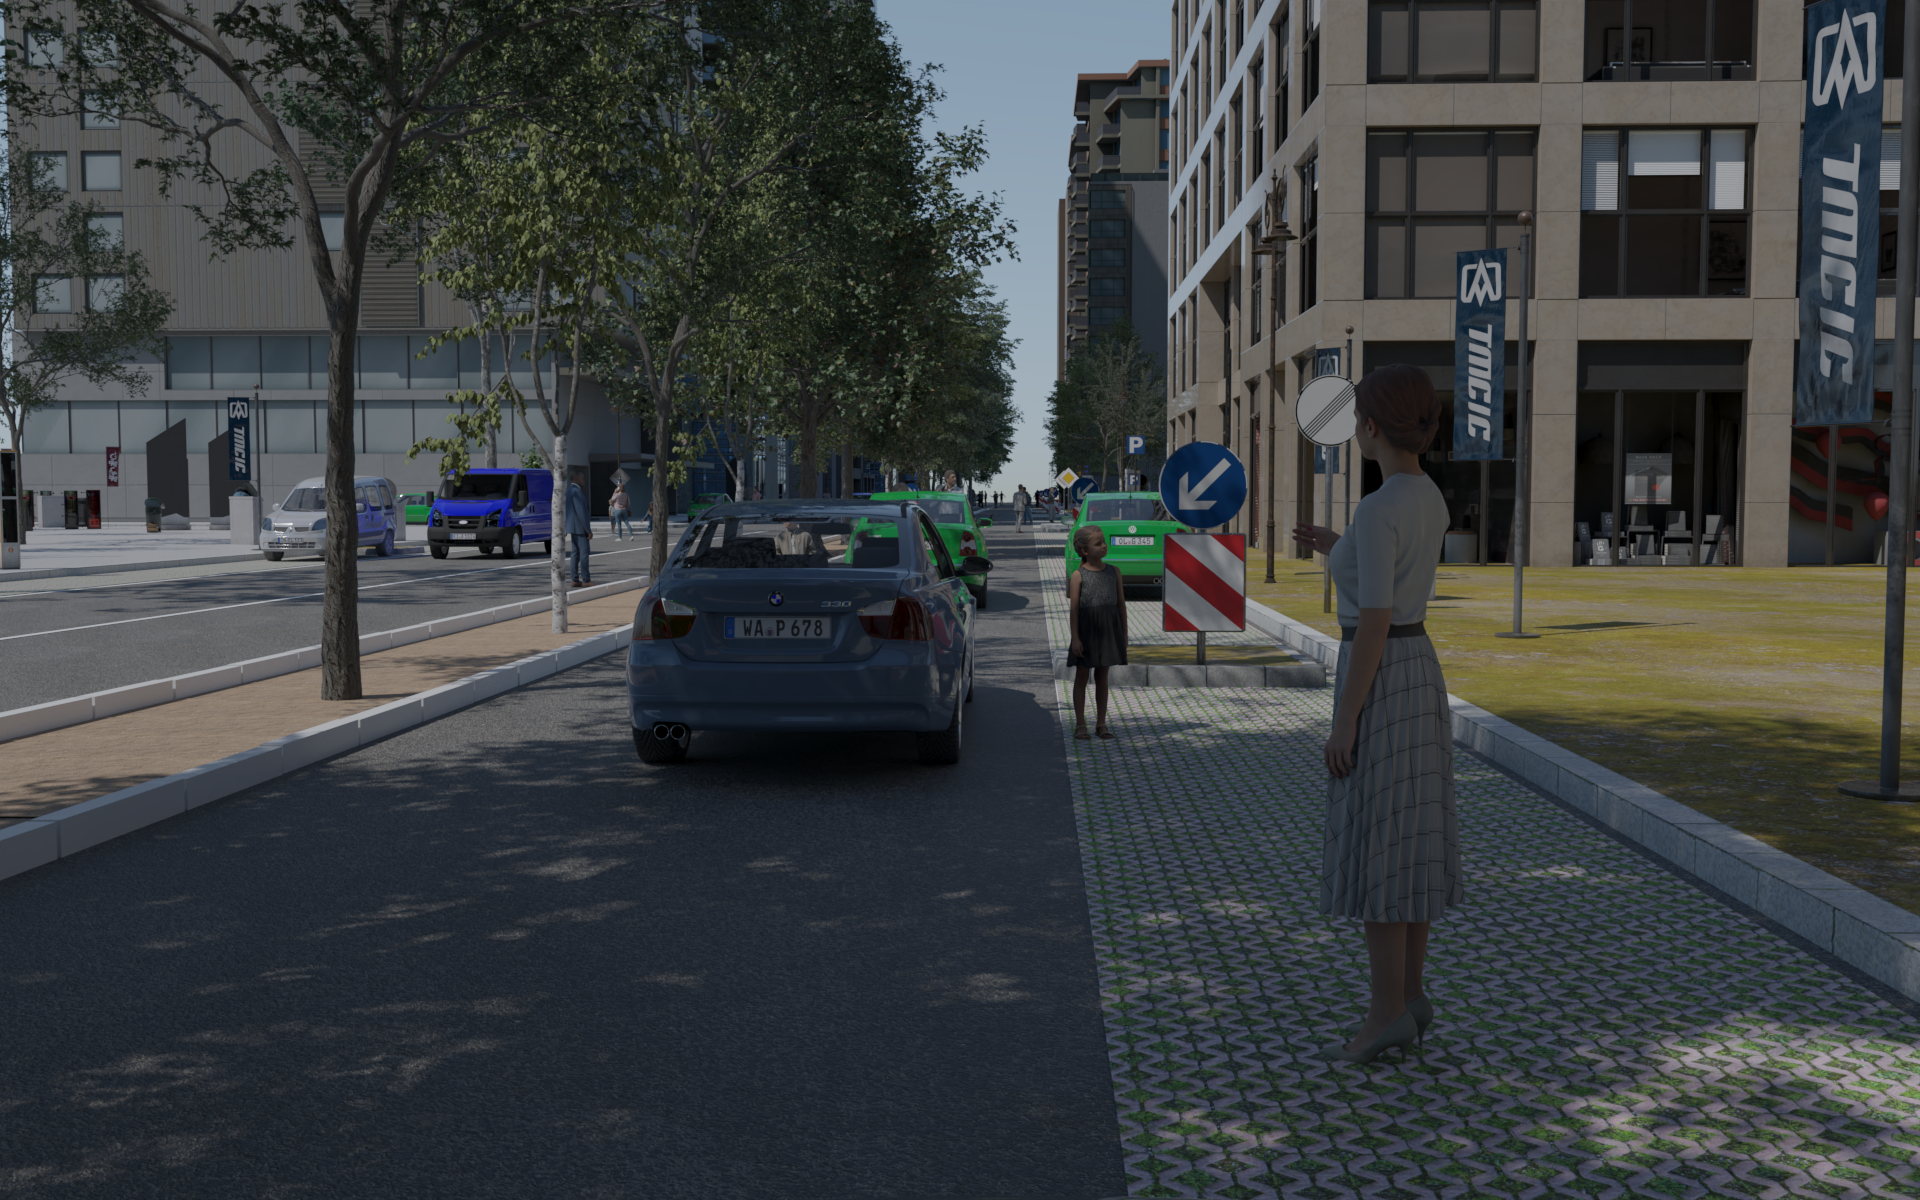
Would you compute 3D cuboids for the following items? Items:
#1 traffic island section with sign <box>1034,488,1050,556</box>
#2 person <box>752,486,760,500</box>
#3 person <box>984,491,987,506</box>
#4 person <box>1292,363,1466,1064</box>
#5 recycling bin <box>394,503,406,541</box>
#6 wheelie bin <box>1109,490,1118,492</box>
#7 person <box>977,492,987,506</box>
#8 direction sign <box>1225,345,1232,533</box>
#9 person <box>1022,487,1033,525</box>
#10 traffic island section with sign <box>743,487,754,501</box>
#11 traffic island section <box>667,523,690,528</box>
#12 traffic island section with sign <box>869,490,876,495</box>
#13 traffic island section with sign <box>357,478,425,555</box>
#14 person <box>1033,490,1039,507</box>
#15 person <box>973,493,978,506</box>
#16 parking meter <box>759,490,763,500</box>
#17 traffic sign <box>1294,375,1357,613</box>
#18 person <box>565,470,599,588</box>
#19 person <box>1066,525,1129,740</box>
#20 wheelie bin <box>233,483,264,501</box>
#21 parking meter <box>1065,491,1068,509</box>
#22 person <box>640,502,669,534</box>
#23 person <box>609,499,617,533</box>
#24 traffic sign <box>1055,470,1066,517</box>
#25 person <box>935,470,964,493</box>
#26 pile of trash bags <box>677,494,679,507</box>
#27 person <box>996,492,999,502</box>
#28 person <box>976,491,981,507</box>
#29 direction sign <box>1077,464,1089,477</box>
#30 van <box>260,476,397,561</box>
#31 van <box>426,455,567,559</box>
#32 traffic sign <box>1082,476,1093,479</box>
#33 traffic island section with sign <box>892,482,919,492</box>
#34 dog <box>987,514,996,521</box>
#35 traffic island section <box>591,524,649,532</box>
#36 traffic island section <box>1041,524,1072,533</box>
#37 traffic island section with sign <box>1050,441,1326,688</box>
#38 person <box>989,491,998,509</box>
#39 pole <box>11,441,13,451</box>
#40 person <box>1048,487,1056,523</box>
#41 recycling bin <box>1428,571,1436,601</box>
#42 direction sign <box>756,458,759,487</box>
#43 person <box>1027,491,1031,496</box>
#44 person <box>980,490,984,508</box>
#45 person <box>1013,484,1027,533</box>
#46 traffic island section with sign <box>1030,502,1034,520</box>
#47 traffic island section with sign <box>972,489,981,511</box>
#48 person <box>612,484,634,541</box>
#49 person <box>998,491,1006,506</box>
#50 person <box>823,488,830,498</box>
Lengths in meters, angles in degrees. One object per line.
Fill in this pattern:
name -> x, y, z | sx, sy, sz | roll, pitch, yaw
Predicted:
traffic island section with sign -> 2.819, -1.970, 40.844 | 1.989, 1.847, 2.006 | 0, 4, 2
person -> -9.835, -4.564, 83.134 | 0.555, 1.821, 0.388 | 2, 4, 29
person -> 2.913, -12.063, 205.600 | 0.599, 1.838, 0.709 | -1, 4, -23
person -> 1.024, 0.283, 4.443 | 0.524, 1.755, 0.480 | 2, 4, 34
recycling bin -> -15.615, -2.123, 47.271 | 0.722, 1.027, 0.722 | -3, 5, -43
wheelie bin -> 11.546, -7.515, 130.772 | 0.980, 1.594, 0.693 | 1, 4, 21
person -> 2.312, -10.916, 187.695 | 1.217, 1.735, 0.721 | 1, 4, 20
direction sign -> 4.144, -2.129, 26.803 | 0.379, 3.537, 0.876 | 1, 4, 13
person -> 3.097, -4.445, 81.517 | 0.721, 1.781, 0.623 | -2, 4, -29
traffic island section with sign -> -11.806, -5.370, 96.420 | 1.989, 1.847, 2.006 | 0, 4, 2
traffic island section -> -12.690, -3.174, 74.177 | 2.009, 0.180, 2.903 | 0, 4, 2
traffic island section with sign -> -8.743, -10.096, 173.691 | 1.989, 1.847, 2.006 | 0, 4, 2
traffic island section with sign -> -13.987, -2.012, 41.517 | 1.989, 1.847, 2.006 | 0, 4, 2
person -> 7.877, -10.251, 175.728 | 1.348, 1.869, 0.705 | -3, 4, -38
person -> 1.681, -12.019, 205.085 | 0.705, 1.814, 1.350 | -3, 5, -42
parking meter -> -12.867, -6.291, 111.275 | 0.372, 1.533, 0.369 | 0, 3, 0
traffic sign -> 3.959, -1.130, 18.582 | 0.768, 2.556, 0.104 | 0, 4, 3
person -> -5.840, -1.092, 26.541 | 0.419, 1.800, 0.721 | -3, 5, -39
person -> 0.810, 0.187, 10.117 | 0.362, 1.253, 0.373 | -1, 4, -14
wheelie bin -> -20.437, -2.558, 49.725 | 0.693, 1.594, 0.980 | 0, 4, -6
parking meter -> 9.123, -8.521, 147.730 | 0.372, 1.533, 0.369 | 0, 3, 0
person -> -10.942, -2.950, 62.236 | 1.012, 1.151, 0.738 | 0, 4, -2
person -> -12.628, -3.059, 63.197 | 0.332, 1.250, 0.352 | 1, 4, 21
traffic sign -> 4.414, -4.268, 73.419 | 0.795, 2.450, 0.064 | 0, 4, 2
person -> -0.224, -1.244, 28.935 | 0.679, 1.850, 0.850 | 0, 4, 4
pile of trash bags -> -18.647, -5.842, 105.271 | 3.447, 1.369, 1.912 | 1, 4, 18
person -> 6.365, -17.730, 298.403 | 1.348, 1.821, 0.705 | -1, 4, -15
person -> 2.252, -11.586, 198.073 | 0.705, 1.807, 1.348 | 3, 5, 40
direction sign -> 9.161, -8.398, 129.298 | 0.876, 3.537, 0.379 | 0, 4, -2
van -> -13.885, -1.905, 38.157 | 2.013, 2.044, 4.112 | 0, 4, 3
van -> -10.649, -2.176, 39.963 | 2.240, 2.365, 5.245 | 0, 4, 2
traffic sign -> 6.964, -5.661, 94.683 | 0.606, 2.300, 0.079 | 0, 4, 8
traffic island section with sign -> -2.017, -3.992, 73.411 | 2.006, 1.907, 1.989 | 0, 4, 2
dog -> 1.695, -4.428, 92.587 | 0.550, 0.427, 0.748 | 1, 4, 8
traffic island section -> -13.006, -2.686, 66.198 | 2.009, 0.180, 2.903 | 0, 4, 2
traffic island section -> 4.122, -2.644, 65.517 | 2.009, 0.180, 2.903 | 0, 4, 2
traffic island section with sign -> 1.741, -0.311, 13.713 | 1.989, 1.847, 2.006 | 0, 4, 2
person -> 3.358, -9.922, 171.260 | 0.750, 1.759, 0.617 | -2, 4, -30
pole -> -32.806, -4.058, 60.191 | 0.158, 3.312, 0.155 | 0, 3, 0
person -> 4.572, -4.694, 85.797 | 0.362, 1.759, 0.519 | 2, 4, 27
recycling bin -> 5.269, -0.515, 20.978 | 0.722, 1.027, 0.722 | -1, 4, -22
direction sign -> -12.827, -7.214, 109.951 | 0.379, 3.537, 0.876 | 0, 4, 2
person -> 8.136, -12.031, 205.651 | 0.683, 1.767, 0.568 | -1, 4, -15
person -> 2.284, -10.538, 180.799 | 0.705, 1.823, 1.348 | -1, 4, -8
person -> 2.248, -3.353, 63.515 | 0.606, 1.804, 0.583 | 2, 4, 32
traffic island section with sign -> 4.996, -5.320, 95.617 | 1.989, 1.847, 2.006 | 0, 4, 2
traffic island section with sign -> 0.948, -8.584, 148.491 | 2.006, 1.907, 1.989 | 0, 4, 2
person -> -10.215, -2.665, 52.668 | 0.593, 1.750, 0.643 | -3, 5, -42
person -> 5.124, -12.595, 214.449 | 1.348, 1.821, 0.705 | 2, 4, 34
person -> -7.465, -5.403, 97.423 | 0.593, 1.750, 0.643 | 2, 4, 30
